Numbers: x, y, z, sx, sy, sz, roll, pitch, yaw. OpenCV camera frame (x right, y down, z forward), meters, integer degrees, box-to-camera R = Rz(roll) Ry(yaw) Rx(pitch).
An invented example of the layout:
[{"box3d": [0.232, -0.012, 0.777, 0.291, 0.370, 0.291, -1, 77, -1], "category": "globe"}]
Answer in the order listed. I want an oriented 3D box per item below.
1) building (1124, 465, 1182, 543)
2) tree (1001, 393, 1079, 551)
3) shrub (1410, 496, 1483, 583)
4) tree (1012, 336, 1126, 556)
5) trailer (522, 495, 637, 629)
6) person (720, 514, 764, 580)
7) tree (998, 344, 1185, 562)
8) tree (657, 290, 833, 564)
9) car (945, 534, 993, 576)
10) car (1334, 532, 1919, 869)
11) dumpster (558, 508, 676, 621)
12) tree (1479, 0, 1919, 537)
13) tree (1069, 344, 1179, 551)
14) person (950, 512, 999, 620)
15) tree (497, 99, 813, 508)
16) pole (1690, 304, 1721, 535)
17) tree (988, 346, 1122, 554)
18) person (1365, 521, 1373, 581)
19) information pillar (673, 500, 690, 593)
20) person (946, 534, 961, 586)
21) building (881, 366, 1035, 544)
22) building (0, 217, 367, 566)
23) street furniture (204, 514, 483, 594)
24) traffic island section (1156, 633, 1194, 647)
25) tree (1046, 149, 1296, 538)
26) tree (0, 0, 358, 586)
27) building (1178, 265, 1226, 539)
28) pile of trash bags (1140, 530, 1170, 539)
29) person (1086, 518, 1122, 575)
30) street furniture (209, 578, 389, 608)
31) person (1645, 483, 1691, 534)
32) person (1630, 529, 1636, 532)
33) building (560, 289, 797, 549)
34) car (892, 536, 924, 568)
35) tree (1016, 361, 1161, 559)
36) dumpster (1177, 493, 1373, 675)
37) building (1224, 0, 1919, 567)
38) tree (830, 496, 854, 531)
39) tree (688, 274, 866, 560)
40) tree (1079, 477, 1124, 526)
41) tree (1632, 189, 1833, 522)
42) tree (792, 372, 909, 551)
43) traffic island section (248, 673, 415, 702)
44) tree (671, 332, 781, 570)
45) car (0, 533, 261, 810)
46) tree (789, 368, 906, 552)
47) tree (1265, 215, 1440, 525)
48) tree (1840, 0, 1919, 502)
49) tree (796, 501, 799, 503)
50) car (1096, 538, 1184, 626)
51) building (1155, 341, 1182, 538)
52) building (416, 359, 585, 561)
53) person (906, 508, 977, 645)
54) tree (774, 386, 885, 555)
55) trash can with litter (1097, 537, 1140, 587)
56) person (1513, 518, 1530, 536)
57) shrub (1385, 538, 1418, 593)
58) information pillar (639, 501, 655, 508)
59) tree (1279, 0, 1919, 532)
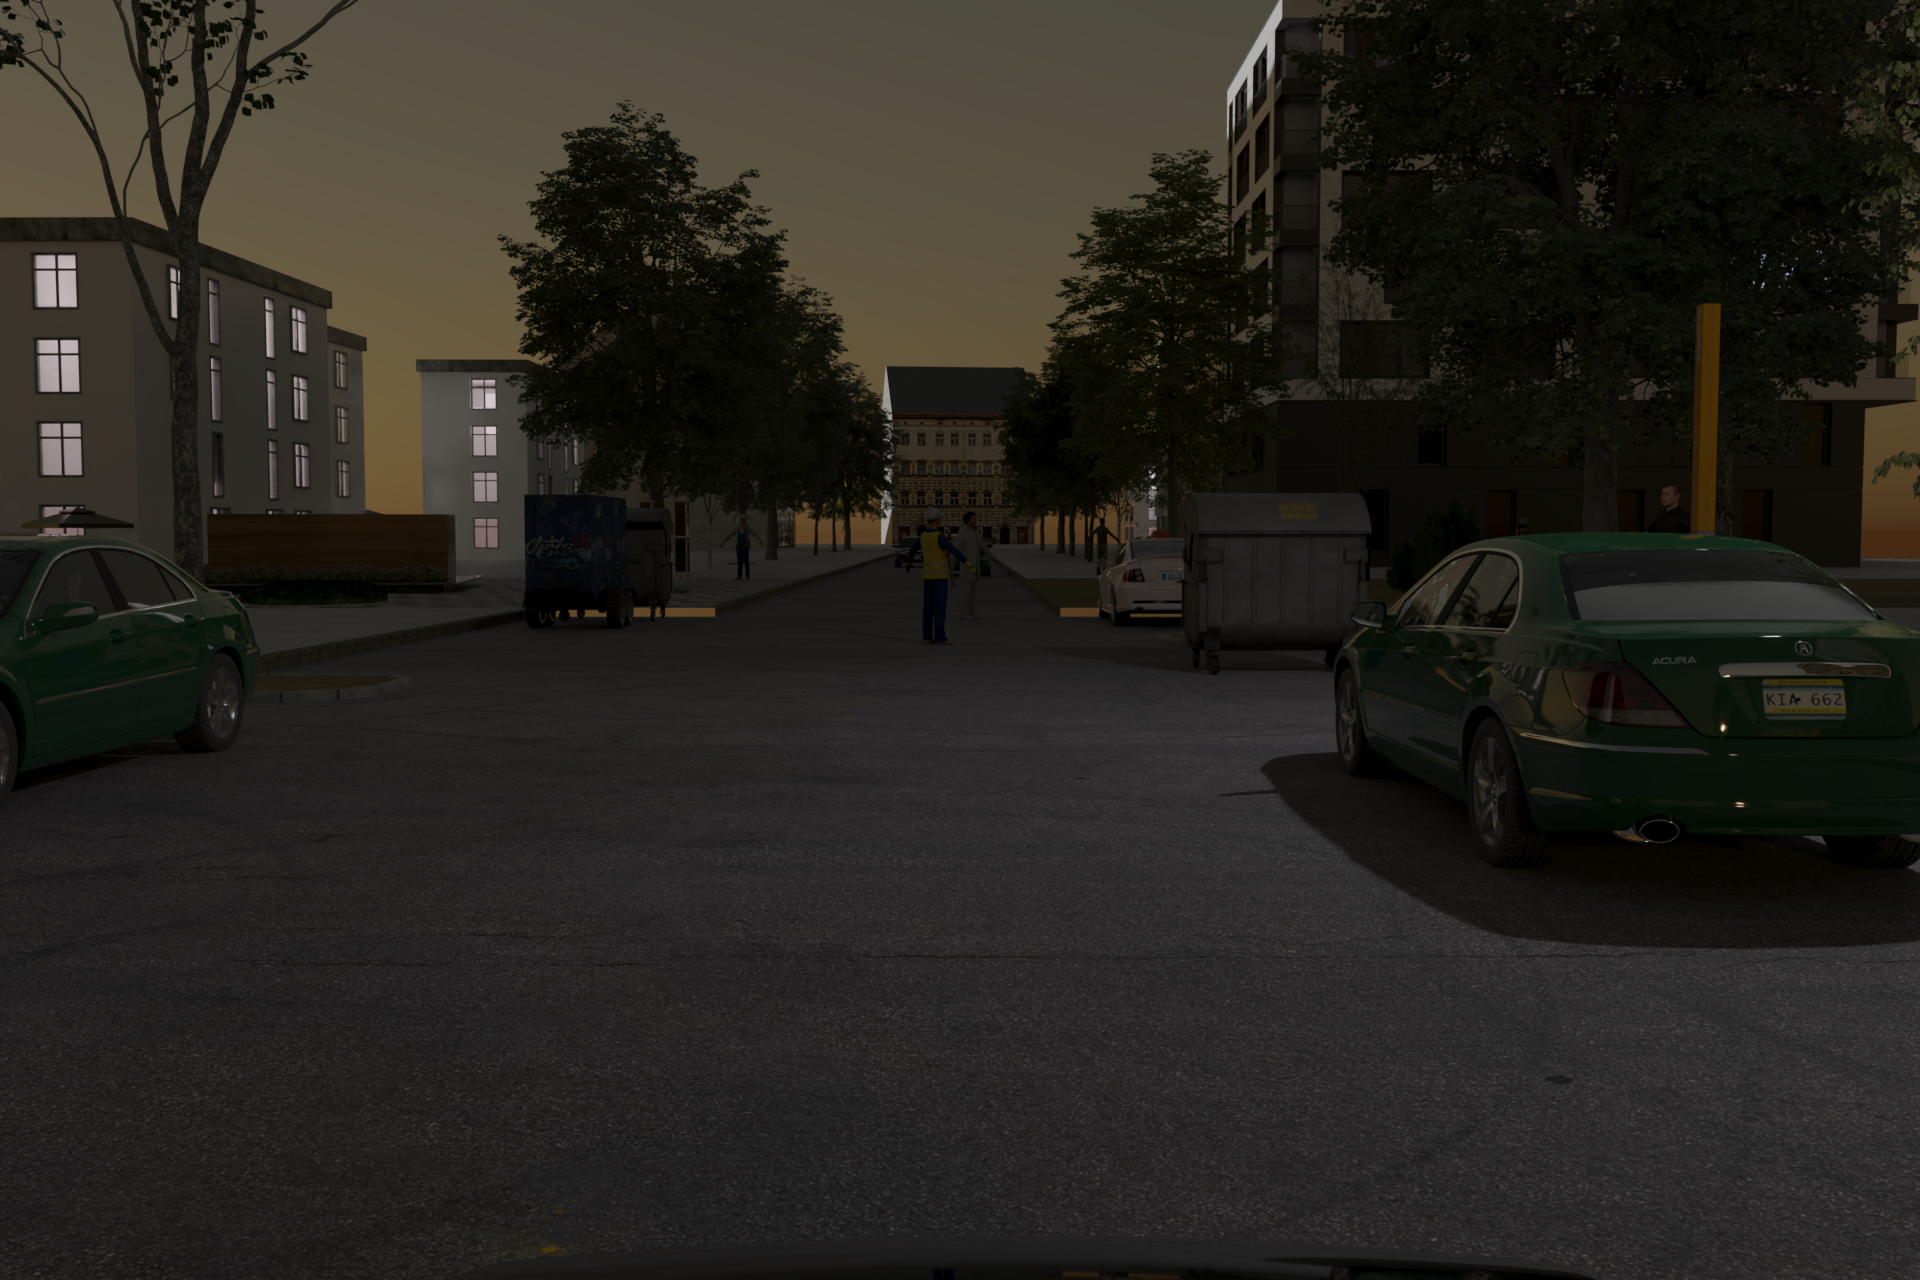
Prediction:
[{"box3d": [23.538, -15.097, 188.986, 9.099, 9.664, 28.070, 0, 4, 0], "category": "building"}, {"box3d": [6.722, -13.155, 133.218, 7.486, 12.596, 7.792, 0, 3, 0], "category": "tree"}, {"box3d": [10.080, -1.931, 35.606, 1.661, 2.075, 1.752, 0, 3, 0], "category": "shrub"}, {"box3d": [6.612, -11.113, 99.818, 7.486, 12.596, 7.792, 0, 3, 0], "category": "tree"}, {"box3d": [-5.825, -1.149, 25.837, 1.471, 1.999, 3.904, 0, 4, 0], "category": "trailer"}, {"box3d": [-6.089, -2.612, 48.564, 1.347, 1.847, 0.705, 1, 4, 17], "category": "person"}, {"box3d": [5.967, -8.814, 78.523, 8.767, 10.594, 7.601, -1, 4, -9], "category": "tree"}, {"box3d": [-9.203, -9.018, 73.199, 9.928, 11.665, 9.643, 0, 3, 0], "category": "tree"}, {"box3d": [0.110, -2.958, 60.163, 2.131, 1.459, 4.920, 0, 4, -2], "category": "car"}, {"box3d": [3.191, 0.180, 8.851, 2.131, 1.459, 4.920, 0, 4, 0], "category": "car"}, {"box3d": [-5.761, -1.266, 28.923, 1.865, 1.857, 1.264, 0, 4, 0], "category": "dumpster"}, {"box3d": [19.855, -11.517, 44.191, 12.611, 20.169, 13.585, 0, 3, 0], "category": "tree"}, {"box3d": [5.952, -7.148, 67.236, 4.360, 8.622, 3.978, 0, 3, 0], "category": "tree"}, {"box3d": [0.193, -1.256, 29.174, 0.705, 1.806, 1.347, 2, 4, 35], "category": "person"}, {"box3d": [-9.031, -8.863, 51.557, 9.857, 13.997, 8.962, 0, 3, 0], "category": "tree"}, {"box3d": [6.642, -1.323, 15.468, 0.158, 3.312, 0.155, 0, 3, 0], "category": "pole"}, {"box3d": [6.669, -12.684, 114.039, 9.857, 13.997, 8.962, 0, 3, 0], "category": "tree"}, {"box3d": [11.091, -2.522, 47.429, 0.705, 1.806, 1.347, 1, 4, 23], "category": "person"}, {"box3d": [-6.095, -2.045, 37.929, 0.304, 2.012, 0.304, 0, 4, 2], "category": "information pillar"}, {"box3d": [-0.279, -2.203, 47.750, 0.991, 1.433, 0.599, 1, 4, 15], "category": "person"}, {"box3d": [-0.619, -24.016, 226.052, 18.063, 23.208, 19.493, 0, 4, -7], "category": "building"}, {"box3d": [-26.250, -7.215, 60.107, 9.099, 9.664, 28.070, 0, 4, 1], "category": "building"}, {"box3d": [-15.699, -1.993, 39.444, 9.812, 1.723, 11.010, -1, 4, -11], "category": "street furniture"}, {"box3d": [3.603, 0.008, 22.740, 1.991, 0.108, 1.994, 0, 4, 0], "category": "traffic island section"}, {"box3d": [6.271, -8.153, 51.430, 7.486, 12.596, 7.792, 0, 3, 0], "category": "tree"}, {"box3d": [-12.078, -10.483, 27.279, 12.611, 20.169, 13.585, 0, 3, 0], "category": "tree"}, {"box3d": [24.412, -17.006, 108.970, 19.493, 23.208, 18.063, 0, 4, -1], "category": "building"}, {"box3d": [3.959, -1.443, 33.349, 1.912, 1.369, 3.447, 0, 4, 0], "category": "pile of trash bags"}, {"box3d": [4.478, -2.941, 54.361, 1.348, 1.796, 0.705, 3, 4, 37], "category": "person"}, {"box3d": [-15.596, -0.905, 30.421, 10.072, 0.657, 5.734, 0, 4, 1], "category": "street furniture"}, {"box3d": [7.306, -0.713, 17.870, 0.705, 1.803, 1.348, -1, 4, -23], "category": "person"}, {"box3d": [21.916, -2.872, 56.225, 0.599, 1.433, 0.991, 0, 4, -4], "category": "person"}, {"box3d": [-25.561, -20.156, 160.481, 19.493, 23.208, 18.063, 0, 4, 1], "category": "building"}, {"box3d": [-1.965, -3.845, 75.445, 1.945, 1.354, 3.894, 0, 4, -1], "category": "car"}, {"box3d": [6.681, -9.441, 88.777, 8.767, 10.594, 7.601, 2, 4, 27], "category": "tree"}, {"box3d": [3.258, -0.604, 18.086, 1.865, 1.857, 1.264, 0, 4, -1], "category": "dumpster"}, {"box3d": [26.196, -14.572, 82.232, 27.936, 21.610, 32.646, 0, 4, 0], "category": "building"}, {"box3d": [-14.661, -16.560, 221.118, 4.737, 8.622, 4.395, 0, 3, 0], "category": "tree"}, {"box3d": [-9.500, -10.995, 86.428, 9.857, 13.997, 8.962, 0, 3, 0], "category": "tree"}, {"box3d": [18.708, -19.295, 225.837, 12.009, 13.543, 11.850, 0, 3, 0], "category": "tree"}, {"box3d": [14.635, -5.086, 33.515, 4.737, 8.622, 4.395, 0, 3, 0], "category": "tree"}, {"box3d": [-8.829, -13.905, 134.007, 9.857, 13.997, 8.962, 0, 3, 0], "category": "tree"}, {"box3d": [-6.103, 0.436, 15.746, 1.991, 0.108, 1.994, 0, 4, 0], "category": "traffic island section"}, {"box3d": [-9.217, -6.865, 62.602, 4.360, 8.622, 3.978, 0, 3, 0], "category": "tree"}, {"box3d": [-5.770, 0.105, 10.085, 2.131, 1.459, 4.920, 0, 4, 0], "category": "car"}, {"box3d": [-8.994, -13.002, 122.951, 12.009, 13.543, 11.850, 0, 3, 0], "category": "tree"}, {"box3d": [8.938, -5.541, 40.955, 4.360, 8.622, 3.978, 0, 3, 0], "category": "tree"}, {"box3d": [9.615, -3.934, 14.681, 4.737, 8.622, 4.395, 0, 3, 0], "category": "tree"}, {"box3d": [-24.157, -18.087, 221.470, 9.928, 11.665, 9.643, 0, 3, 0], "category": "tree"}, {"box3d": [3.295, -0.974, 28.288, 2.083, 1.381, 4.827, 0, 4, 0], "category": "car"}, {"box3d": [24.199, -19.090, 168.545, 16.016, 20.090, 11.380, 0, 4, 0], "category": "building"}, {"box3d": [-25.517, -9.492, 97.342, 9.099, 9.664, 28.070, 0, 4, -1], "category": "building"}, {"box3d": [-0.270, -0.829, 22.475, 1.216, 1.772, 0.721, 3, 5, 43], "category": "person"}, {"box3d": [-8.768, -10.394, 104.353, 8.767, 10.594, 7.601, 0, 4, -2], "category": "tree"}, {"box3d": [4.172, -1.843, 41.188, 1.678, 1.210, 2.233, 0, 4, -1], "category": "trash can with litter"}, {"box3d": [20.250, -3.456, 62.271, 0.705, 1.858, 1.354, -1, 4, -16], "category": "person"}, {"box3d": [9.782, -1.638, 37.904, 1.383, 1.207, 1.383, 0, 3, 0], "category": "shrub"}, {"box3d": [-6.880, -2.055, 38.088, 0.304, 2.012, 0.304, 0, 4, 0], "category": "information pillar"}, {"box3d": [9.594, -7.259, 25.343, 9.857, 13.997, 8.962, 0, 3, 0], "category": "tree"}]
